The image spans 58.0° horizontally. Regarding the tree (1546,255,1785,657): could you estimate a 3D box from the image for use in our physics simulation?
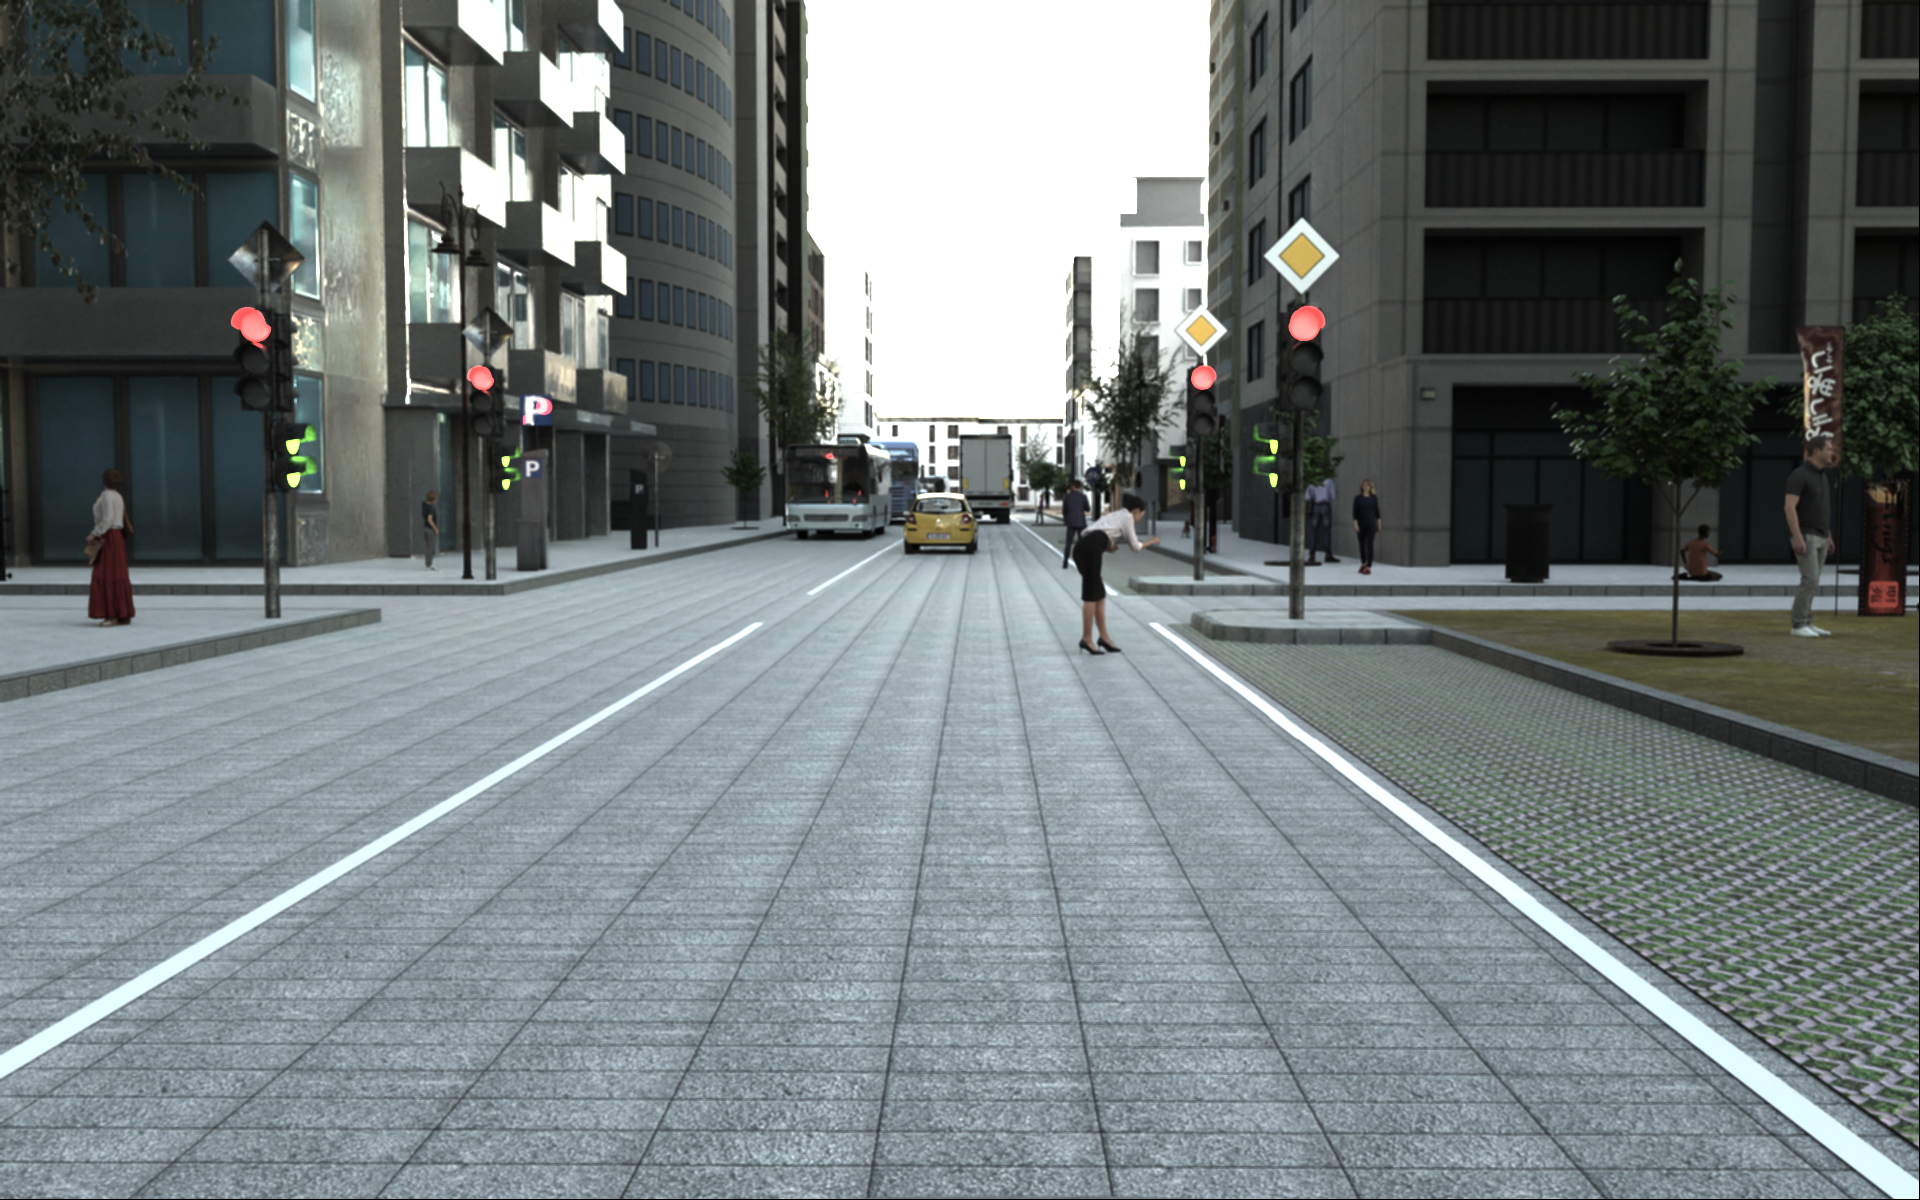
[{"bbox_3d":[5.889,-1.196,14.155,1.663,3.219,1.824,0,3,0],"label":"tree"}]

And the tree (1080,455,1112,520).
[{"bbox_3d":[6.812,-5.590,85.996,1.663,3.219,1.824,0,3,0],"label":"tree"}]

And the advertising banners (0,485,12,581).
[{"bbox_3d":[-15.007,-1.801,25.640,2.074,3.025,0.090,1,4,12],"label":"advertising banners"}]

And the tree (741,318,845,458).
[{"bbox_3d":[-7.088,-7.524,73.386,4.737,8.622,4.395,0,3,0],"label":"tree"}]

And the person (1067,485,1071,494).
[{"bbox_3d":[6.566,-5.966,103.603,0.705,1.823,1.348,0,4,7],"label":"person"}]

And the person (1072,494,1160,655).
[{"bbox_3d":[1.380,-0.239,15.596,0.628,1.438,0.799,2,4,27],"label":"person"}]

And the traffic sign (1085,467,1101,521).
[{"bbox_3d":[6.240,-4.963,81.255,0.768,2.556,0.104,0,4,2],"label":"traffic sign"}]

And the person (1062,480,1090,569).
[{"bbox_3d":[2.247,-1.467,33.398,0.541,1.710,0.530,2,4,26],"label":"person"}]

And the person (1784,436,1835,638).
[{"bbox_3d":[7.708,-0.579,15.642,0.598,1.807,0.434,-2,4,-27],"label":"person"}]

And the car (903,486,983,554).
[{"bbox_3d":[-0.439,-1.995,42.844,2.015,1.641,3.980,0,4,2],"label":"car"}]

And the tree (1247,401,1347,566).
[{"bbox_3d":[6.006,-2.231,31.076,1.663,3.219,1.824,0,3,0],"label":"tree"}]

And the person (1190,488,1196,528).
[{"bbox_3d":[8.893,-3.454,64.976,0.523,1.526,0.387,0,4,-5],"label":"person"}]

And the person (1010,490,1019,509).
[{"bbox_3d":[5.158,-9.873,169.940,1.348,1.822,0.705,0,4,7],"label":"person"}]

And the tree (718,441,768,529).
[{"bbox_3d":[-7.767,-4.211,63.445,1.663,3.219,1.824,0,3,0],"label":"tree"}]

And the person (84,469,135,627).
[{"bbox_3d":[-8.286,-0.512,16.887,0.387,1.526,0.523,0,4,-7],"label":"person"}]

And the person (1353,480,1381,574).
[{"bbox_3d":[6.516,-1.179,27.861,0.480,1.512,0.613,0,4,-7],"label":"person"}]

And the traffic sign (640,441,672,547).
[{"bbox_3d":[-7.310,-2.543,41.679,0.768,2.556,0.104,0,4,2],"label":"traffic sign"}]

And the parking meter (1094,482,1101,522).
[{"bbox_3d":[6.378,-4.565,80.345,0.255,1.863,0.399,0,4,-6],"label":"parking meter"}]

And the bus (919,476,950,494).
[{"bbox_3d":[-2.527,-10.525,166.943,2.948,3.499,13.247,0,4,2],"label":"bus"}]

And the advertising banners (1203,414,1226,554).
[{"bbox_3d":[5.493,-2.536,37.644,0.090,3.025,2.074,2,4,24],"label":"advertising banners"}]

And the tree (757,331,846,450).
[{"bbox_3d":[-7.070,-7.806,77.988,4.360,8.622,3.978,0,3,0],"label":"tree"}]

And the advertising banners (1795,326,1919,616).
[{"bbox_3d":[9.709,-1.340,18.097,2.074,3.025,0.090,0,4,-1],"label":"advertising banners"}]

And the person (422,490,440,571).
[{"bbox_3d":[-8.885,-1.173,29.129,0.435,1.345,0.340,3,5,44],"label":"person"}]

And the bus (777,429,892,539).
[{"bbox_3d":[-3.967,-3.890,58.465,2.948,3.499,13.247,0,4,1],"label":"bus"}]

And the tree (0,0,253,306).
[{"bbox_3d":[-7.739,-3.843,13.190,4.360,8.622,3.978,0,3,0],"label":"tree"}]

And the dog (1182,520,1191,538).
[{"bbox_3d":[6.649,-2.084,50.896,0.406,0.507,0.540,-1,4,-22],"label":"dog"}]

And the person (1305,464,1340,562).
[{"bbox_3d":[6.874,-1.637,32.669,0.709,1.838,0.599,2,4,33],"label":"person"}]

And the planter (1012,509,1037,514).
[{"bbox_3d":[4.789,-6.512,127.609,1.991,0.319,1.994,0,4,1],"label":"planter"}]

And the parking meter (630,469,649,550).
[{"bbox_3d":[-7.430,-2.106,40.142,0.399,1.863,0.255,-1,4,-16],"label":"parking meter"}]

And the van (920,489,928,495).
[{"bbox_3d":[-3.595,-9.119,156.103,2.013,2.044,4.112,0,4,1],"label":"van"}]

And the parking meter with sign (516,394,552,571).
[{"bbox_3d":[-7.295,-2.037,29.574,0.543,3.016,1.738,-1,4,-9],"label":"parking meter with sign"}]

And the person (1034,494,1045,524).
[{"bbox_3d":[3.745,-4.340,82.691,0.776,1.435,0.726,-1,4,-11],"label":"person"}]

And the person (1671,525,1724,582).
[{"bbox_3d":[11.017,-0.691,25.634,0.655,0.850,0.859,-1,4,-20],"label":"person"}]

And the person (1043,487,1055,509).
[{"bbox_3d":[7.323,-8.516,144.905,1.348,1.869,0.705,-2,4,-27],"label":"person"}]
